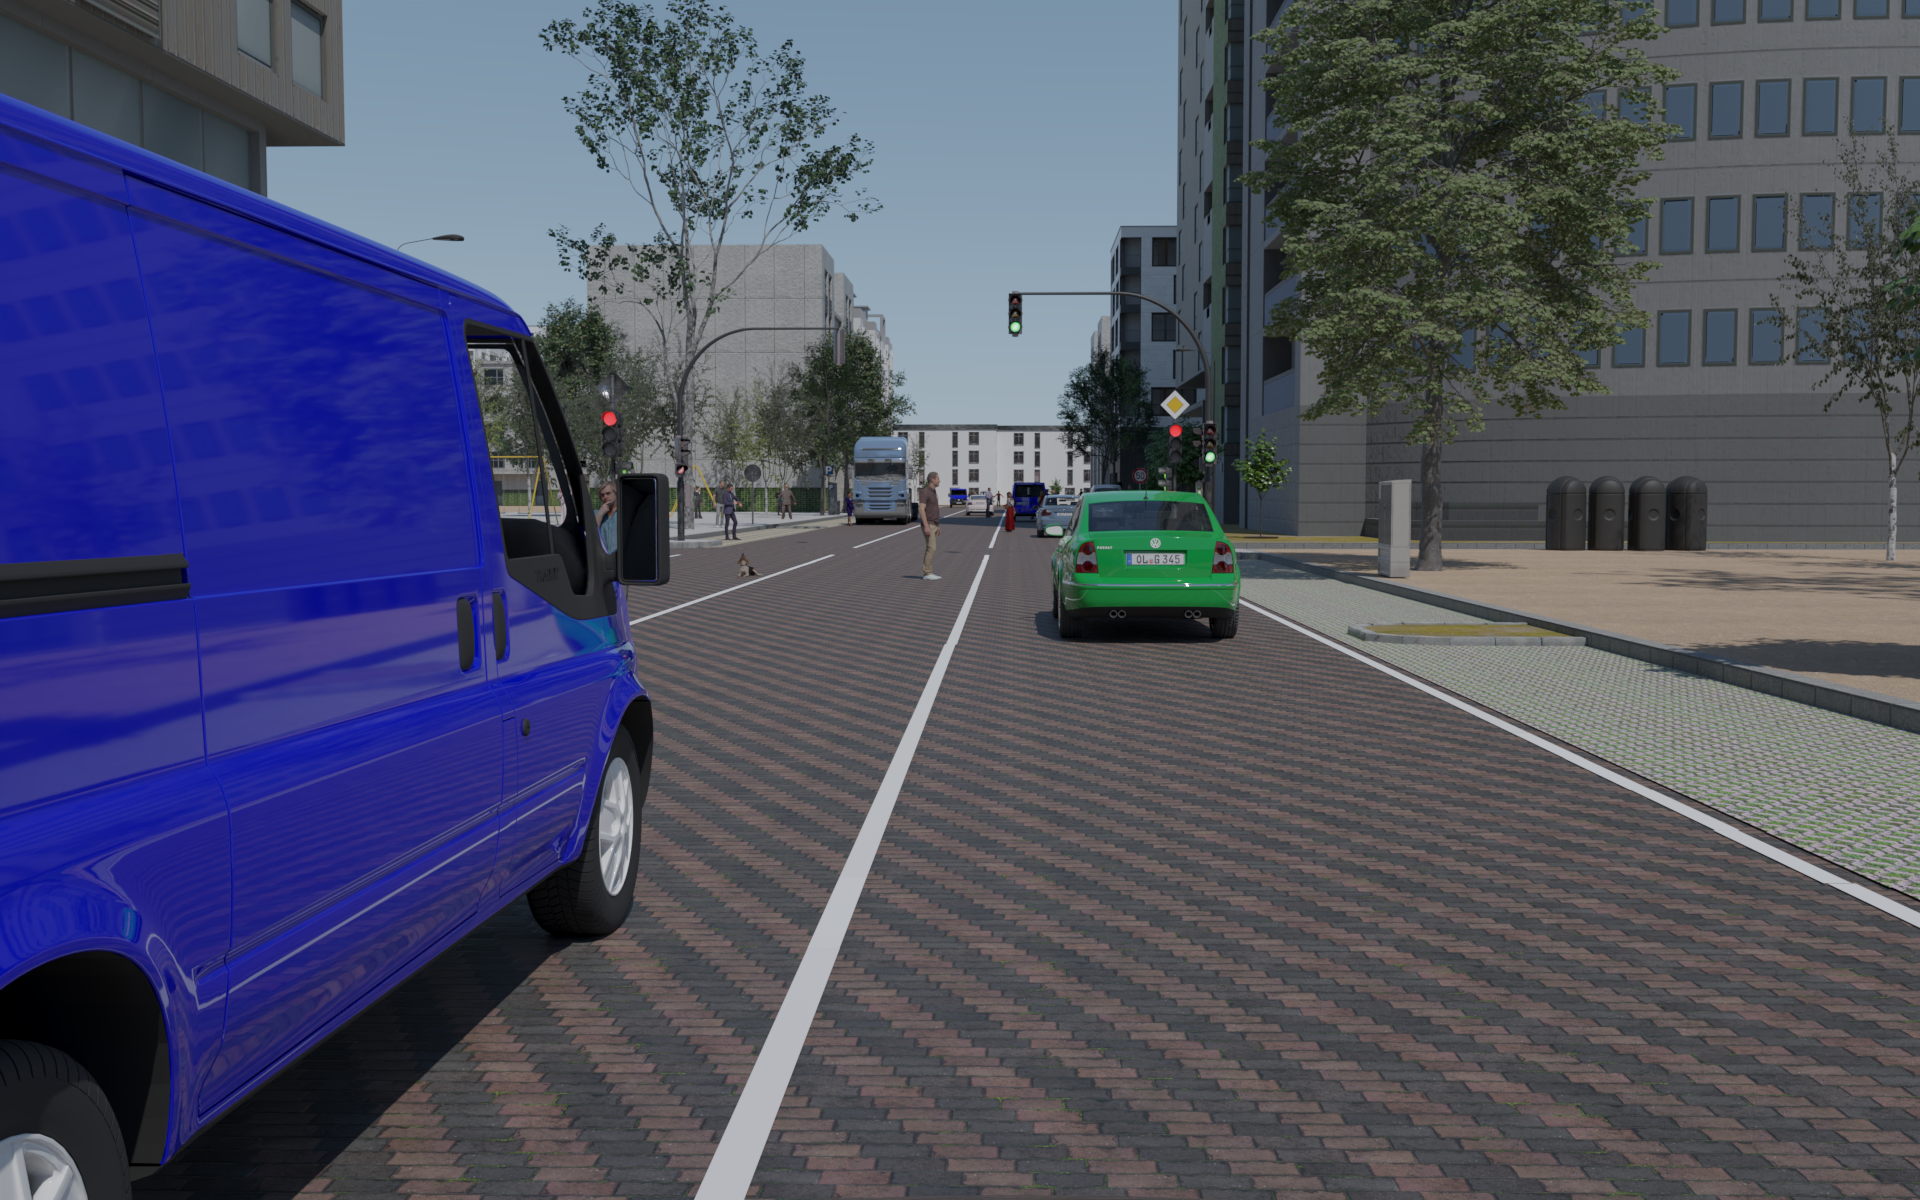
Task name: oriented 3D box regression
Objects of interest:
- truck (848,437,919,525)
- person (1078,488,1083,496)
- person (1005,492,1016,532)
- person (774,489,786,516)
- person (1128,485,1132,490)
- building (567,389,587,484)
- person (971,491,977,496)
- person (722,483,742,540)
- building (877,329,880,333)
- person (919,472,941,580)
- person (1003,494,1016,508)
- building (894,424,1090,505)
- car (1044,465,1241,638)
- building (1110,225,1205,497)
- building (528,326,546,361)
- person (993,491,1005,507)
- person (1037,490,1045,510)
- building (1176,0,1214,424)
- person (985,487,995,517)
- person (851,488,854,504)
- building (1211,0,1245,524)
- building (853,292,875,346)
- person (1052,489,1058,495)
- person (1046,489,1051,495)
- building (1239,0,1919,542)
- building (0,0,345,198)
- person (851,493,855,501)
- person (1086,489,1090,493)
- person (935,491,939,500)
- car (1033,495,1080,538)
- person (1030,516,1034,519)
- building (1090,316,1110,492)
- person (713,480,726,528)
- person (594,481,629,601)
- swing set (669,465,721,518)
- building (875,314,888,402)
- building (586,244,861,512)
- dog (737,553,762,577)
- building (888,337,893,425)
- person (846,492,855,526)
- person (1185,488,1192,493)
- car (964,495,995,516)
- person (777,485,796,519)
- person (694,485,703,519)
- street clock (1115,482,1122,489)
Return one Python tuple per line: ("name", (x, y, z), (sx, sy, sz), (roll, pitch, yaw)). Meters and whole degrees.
("truck", (-3.584, -5.973, 87.419), (2.967, 4.110, 18.799), (0, 4, 0))
("person", (12.399, -10.515, 177.588), (0.705, 1.869, 1.348), (3, 5, 43))
("person", (1.883, -3.319, 65.226), (0.387, 1.526, 0.523), (1, 4, 14))
("person", (-10.690, -5.807, 102.861), (0.662, 1.594, 0.647), (-1, 4, -11))
("person", (9.563, -5.587, 97.516), (0.434, 1.807, 0.598), (0, 4, 6))
("building", (-34.632, -19.775, 189.780), (31.486, 18.905, 16.747), (0, 4, 2))
("person", (1.541, -11.010, 189.044), (0.750, 1.759, 0.617), (1, 4, 14))
("person", (-6.968, -2.710, 53.259), (0.568, 1.767, 0.683), (1, 4, 22))
("building", (-26.281, -23.177, 222.918), (32.646, 21.610, 27.936), (0, 4, 2))
("person", (-0.470, -1.249, 29.051), (0.434, 1.807, 0.598), (2, 4, 28))
("person", (2.356, -4.403, 83.175), (0.600, 1.496, 0.574), (-1, 4, -11))
("building", (4.510, -16.533, 212.468), (28.070, 9.664, 9.099), (0, 4, 2))
("car", (1.903, -0.601, 18.624), (1.959, 1.807, 4.718), (0, 4, 1))
("building", (26.635, -18.594, 147.990), (27.936, 21.610, 32.646), (0, 4, 2))
("building", (-59.220, -23.253, 224.157), (32.646, 21.610, 27.936), (0, 4, 2))
("person", (4.431, -11.594, 198.019), (1.348, 1.831, 0.705), (1, 4, 13))
("person", (4.083, -4.555, 84.685), (0.593, 1.614, 0.444), (1, 4, 12))
("building", (28.099, -31.664, 106.946), (28.713, 52.752, 27.495), (0, 4, 2))
("person", (1.866, -6.008, 106.605), (0.599, 1.838, 0.709), (1, 4, 11))
("person", (-7.926, -7.520, 129.708), (1.217, 1.736, 0.721), (1, 4, 22))
("building", (18.390, -24.174, 78.842), (14.154, 41.232, 14.086), (0, 4, 2))
("building", (-16.592, -18.577, 160.147), (16.016, 20.091, 11.380), (0, 4, 2))
("person", (6.115, -6.368, 113.059), (0.568, 1.767, 0.683), (-3, 4, -37))
("person", (5.125, -5.639, 101.417), (0.841, 1.734, 0.376), (-3, 5, -43))
("building", (24.422, -31.372, 54.930), (28.212, 58.520, 21.231), (0, 4, 2))
("building", (-26.384, -26.510, 22.683), (27.495, 52.752, 28.713), (0, 4, 2))
("person", (-7.489, -7.312, 125.731), (1.348, 1.807, 0.705), (-2, 4, -29))
("person", (6.888, -5.133, 93.362), (0.436, 1.711, 0.756), (1, 4, 9))
("person", (-2.428, -9.578, 165.822), (0.721, 1.735, 1.217), (-3, 5, -42))
("car", (3.448, -2.826, 58.207), (2.014, 1.417, 4.499), (0, 4, 2))
("person", (4.024, -5.307, 98.509), (0.697, 1.427, 0.421), (3, 4, 38))
("building", (22.660, -19.190, 180.215), (16.747, 18.905, 31.486), (0, 4, 2))
("person", (-9.129, -3.665, 66.095), (0.598, 1.807, 0.434), (-1, 4, -19))
("person", (-3.184, -0.323, 16.000), (0.499, 1.552, 0.429), (2, 4, 33))
("swing set", (-14.561, -5.979, 95.377), (2.862, 2.851, 3.119), (0, 4, -7))
("building", (-15.870, -19.294, 171.869), (16.016, 20.091, 11.380), (0, 4, 2))
("building", (-17.641, -16.658, 138.814), (16.747, 18.905, 31.486), (0, 4, 2))
("dog", (-3.639, -0.610, 30.169), (0.748, 0.427, 0.550), (-3, 4, -37))
("building", (-13.224, -20.317, 188.601), (11.380, 20.091, 16.016), (0, 4, 2))
("person", (-4.838, -4.069, 77.398), (0.546, 1.535, 0.453), (2, 4, 23))
("person", (12.296, -5.267, 92.847), (0.565, 1.739, 0.600), (3, 5, 42))
("car", (1.324, -6.329, 115.838), (2.083, 1.381, 4.827), (0, 4, 0))
("person", (-8.830, -4.983, 88.074), (0.990, 1.755, 0.434), (0, 4, -2))
("person", (-13.600, -5.082, 89.940), (0.445, 1.727, 0.742), (0, 4, 3))
("street clock", (9.302, -5.932, 101.558), (0.358, 2.002, 0.471), (3, 5, 39))
